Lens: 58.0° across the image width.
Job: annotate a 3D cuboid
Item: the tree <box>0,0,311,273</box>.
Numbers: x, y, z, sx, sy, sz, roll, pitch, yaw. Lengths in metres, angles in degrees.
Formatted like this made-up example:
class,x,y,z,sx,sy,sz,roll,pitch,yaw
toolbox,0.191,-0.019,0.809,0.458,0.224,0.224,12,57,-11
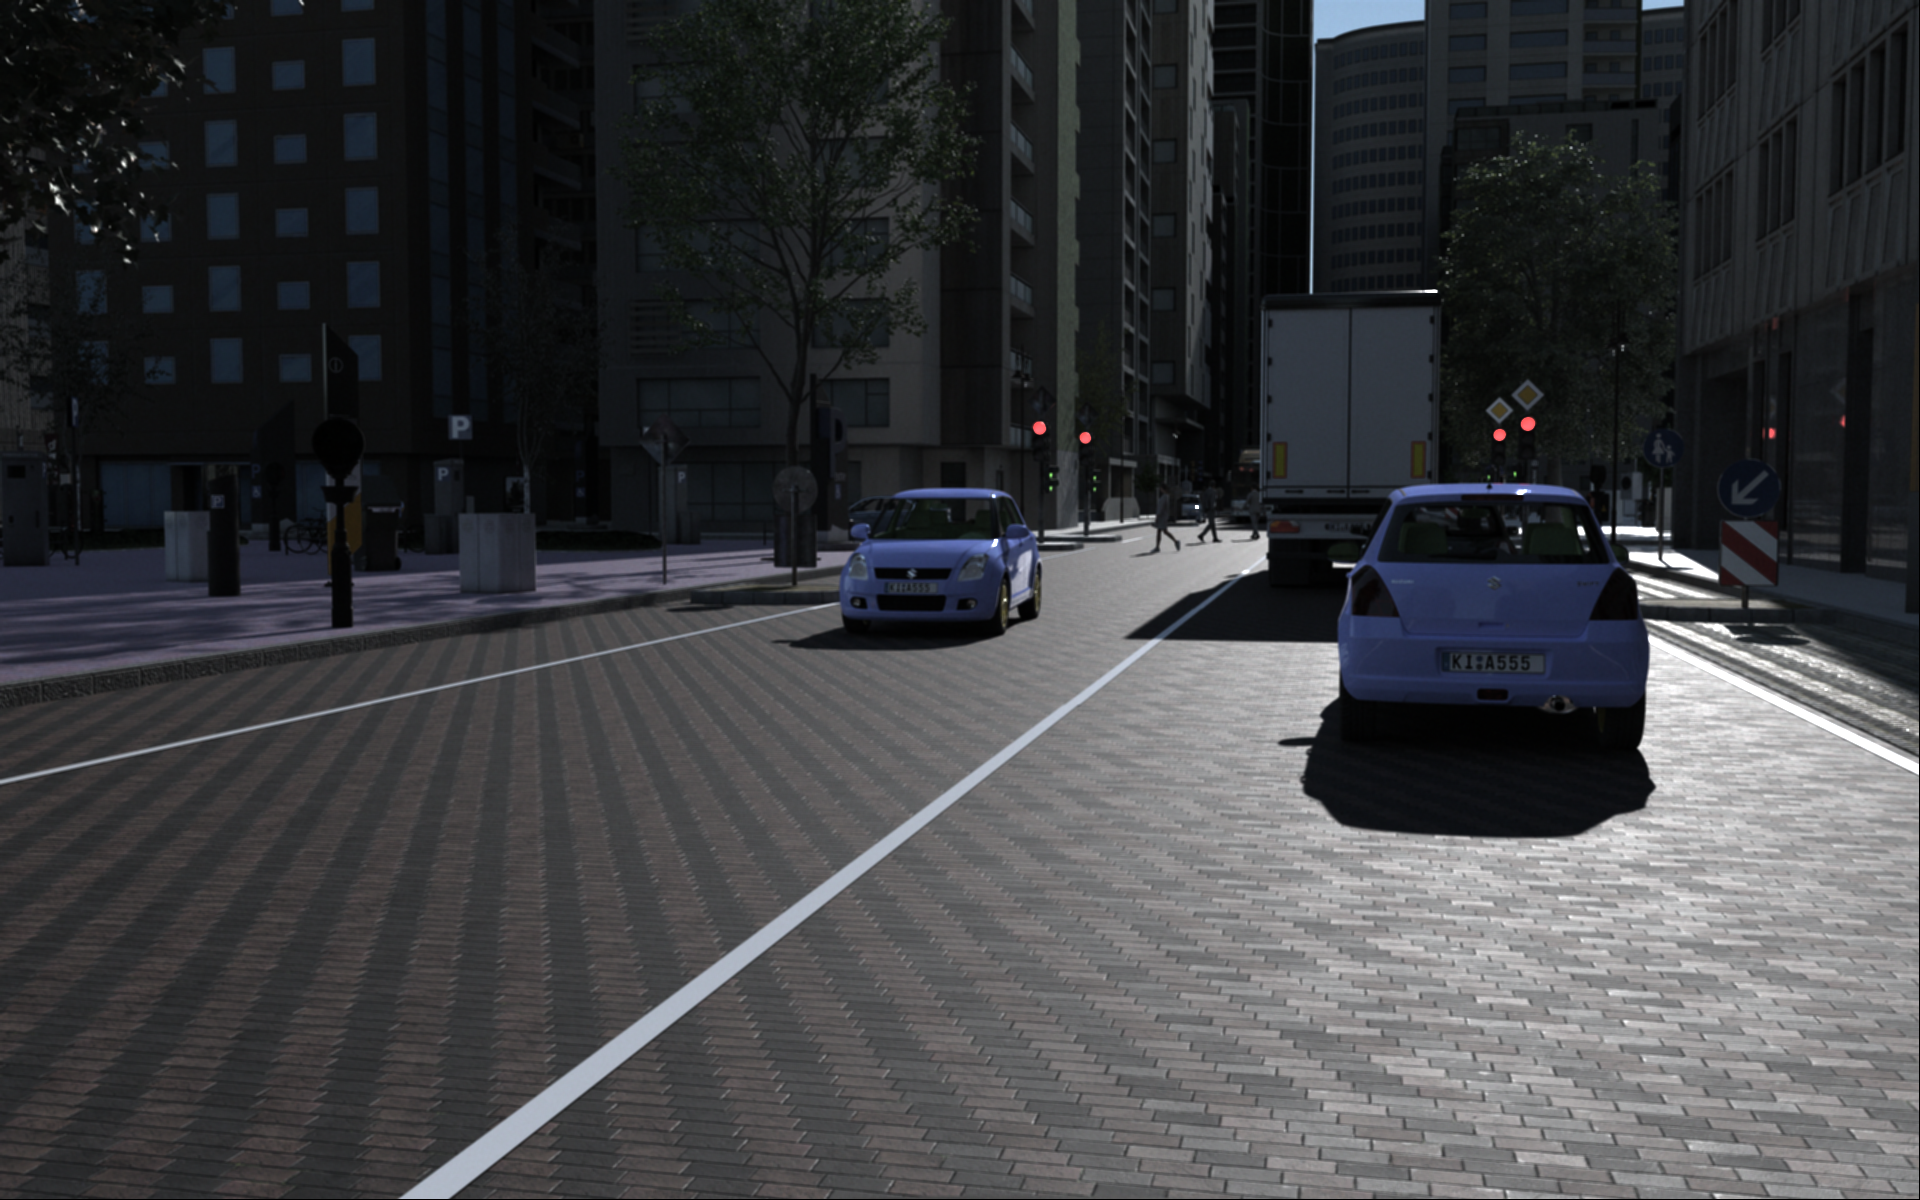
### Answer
class,x,y,z,sx,sy,sz,roll,pitch,yaw
tree,-8.275,-5.602,8.600,9.611,12.733,9.660,0,3,0

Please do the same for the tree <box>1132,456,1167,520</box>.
class,x,y,z,sx,sy,sz,roll,pitch,yaw
tree,9.419,-5.666,87.239,1.663,3.219,1.824,0,3,0

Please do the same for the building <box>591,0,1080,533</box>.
class,x,y,z,sx,sy,sz,roll,pitch,yaw
building,-3.731,-23.092,61.156,14.154,41.232,14.086,1,4,13

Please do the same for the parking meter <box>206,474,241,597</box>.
class,x,y,z,sx,sy,sz,roll,pitch,yaw
parking meter,-9.282,-0.820,21.816,0.372,1.533,0.369,0,3,0

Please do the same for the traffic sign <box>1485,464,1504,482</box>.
class,x,y,z,sx,sy,sz,roll,pitch,yaw
traffic sign,22.221,-4.403,72.090,0.768,2.556,0.104,1,4,19

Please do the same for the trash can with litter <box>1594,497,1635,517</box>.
class,x,y,z,sx,sy,sz,roll,pitch,yaw
trash can with litter,33.107,-4.761,88.902,2.233,1.210,1.678,-2,4,-31

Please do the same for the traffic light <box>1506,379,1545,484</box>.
class,x,y,z,sx,sy,sz,roll,pitch,yaw
traffic light,13.805,-3.265,42.299,0.839,4.253,0.868,1,4,13

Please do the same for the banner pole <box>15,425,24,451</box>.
class,x,y,z,sx,sy,sz,roll,pitch,yaw
banner pole,-33.983,-4.444,62.680,0.401,3.779,0.863,-3,5,-44

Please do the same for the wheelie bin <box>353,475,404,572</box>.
class,x,y,z,sx,sy,sz,roll,pitch,yaw
wheelie bin,-9.808,-1.285,28.924,0.693,1.594,0.980,3,5,43

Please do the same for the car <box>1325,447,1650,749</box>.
class,x,y,z,sx,sy,sz,roll,pitch,yaw
car,3.330,-0.096,11.160,1.945,1.707,3.694,1,4,13

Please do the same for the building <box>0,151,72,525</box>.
class,x,y,z,sx,sy,sz,roll,pitch,yaw
building,-51.753,-32.710,76.810,28.212,58.520,21.231,1,4,13

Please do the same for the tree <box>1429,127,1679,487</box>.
class,x,y,z,sx,sy,sz,roll,pitch,yaw
tree,20.461,-9.343,59.421,9.857,13.997,8.962,0,3,0

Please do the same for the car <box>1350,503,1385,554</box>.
class,x,y,z,sx,sy,sz,roll,pitch,yaw
car,5.694,-0.671,20.755,2.009,1.686,4.222,1,4,13

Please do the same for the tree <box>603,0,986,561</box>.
class,x,y,z,sx,sy,sz,roll,pitch,yaw
tree,-3.117,-6.566,33.109,9.928,11.665,9.643,0,3,0

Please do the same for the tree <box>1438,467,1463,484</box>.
class,x,y,z,sx,sy,sz,roll,pitch,yaw
tree,31.466,-7.160,111.667,1.663,3.219,1.824,0,3,0

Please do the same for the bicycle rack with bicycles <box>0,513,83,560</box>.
class,x,y,z,sx,sy,sz,roll,pitch,yaw
bicycle rack with bicycles,-18.460,-1.235,33.574,2.852,0.926,2.925,2,4,34

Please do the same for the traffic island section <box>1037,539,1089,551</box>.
class,x,y,z,sx,sy,sz,roll,pitch,yaw
traffic island section,2.090,-1.391,45.025,2.009,0.180,2.903,1,4,13

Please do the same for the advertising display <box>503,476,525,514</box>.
class,x,y,z,sx,sy,sz,roll,pitch,yaw
advertising display,-15.628,-3.403,60.856,0.123,1.923,0.974,2,4,35

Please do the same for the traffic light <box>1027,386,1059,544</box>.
class,x,y,z,sx,sy,sz,roll,pitch,yaw
traffic light,2.127,-3.423,44.882,0.839,4.253,0.868,1,4,13

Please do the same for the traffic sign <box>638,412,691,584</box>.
class,x,y,z,sx,sy,sz,roll,pitch,yaw
traffic sign,-4.191,-1.428,24.536,0.795,2.450,0.064,1,4,15

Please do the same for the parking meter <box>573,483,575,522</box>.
class,x,y,z,sx,sy,sz,roll,pitch,yaw
parking meter,-17.628,-4.535,79.851,0.255,1.863,0.399,1,4,12

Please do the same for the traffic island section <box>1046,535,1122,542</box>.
class,x,y,z,sx,sy,sz,roll,pitch,yaw
traffic island section,3.831,-1.868,52.819,2.009,0.180,2.903,1,4,13

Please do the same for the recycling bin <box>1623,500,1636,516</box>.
class,x,y,z,sx,sy,sz,roll,pitch,yaw
recycling bin,39.493,-5.478,102.116,0.722,1.027,0.722,1,4,17

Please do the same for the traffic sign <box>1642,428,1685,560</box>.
class,x,y,z,sx,sy,sz,roll,pitch,yaw
traffic sign,13.638,-2.052,33.649,0.768,2.556,0.104,1,4,14

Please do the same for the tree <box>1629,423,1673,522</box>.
class,x,y,z,sx,sy,sz,roll,pitch,yaw
tree,32.684,-5.889,79.994,4.285,4.588,4.351,0,3,0

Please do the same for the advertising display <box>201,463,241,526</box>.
class,x,y,z,sx,sy,sz,roll,pitch,yaw
advertising display,-15.496,-1.905,36.364,0.123,1.923,0.974,1,4,19

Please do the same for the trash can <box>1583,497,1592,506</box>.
class,x,y,z,sx,sy,sz,roll,pitch,yaw
trash can,26.342,-3.771,73.307,0.748,1.137,0.748,0,3,0

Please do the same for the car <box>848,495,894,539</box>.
class,x,y,z,sx,sy,sz,roll,pitch,yaw
car,-2.435,-2.335,50.174,4.499,1.417,2.014,1,4,11

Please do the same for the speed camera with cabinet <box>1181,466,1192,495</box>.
class,x,y,z,sx,sy,sz,roll,pitch,yaw
speed camera with cabinet,16.518,-7.752,121.078,2.038,3.252,0.660,1,4,22

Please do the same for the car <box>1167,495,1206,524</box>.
class,x,y,z,sx,sy,sz,roll,pitch,yaw
car,11.065,-4.448,84.725,2.014,1.417,4.499,1,4,13

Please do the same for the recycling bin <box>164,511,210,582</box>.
class,x,y,z,sx,sy,sz,roll,pitch,yaw
recycling bin,-11.232,-0.797,25.593,0.722,1.027,0.722,3,4,36

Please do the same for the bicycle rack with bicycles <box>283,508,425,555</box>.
class,x,y,z,sx,sy,sz,roll,pitch,yaw
bicycle rack with bicycles,-13.265,-1.460,37.255,2.925,0.926,2.852,1,4,11

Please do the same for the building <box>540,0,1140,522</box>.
class,x,y,z,sx,sy,sz,roll,pitch,yaw
building,-7.464,-24.330,89.670,32.217,40.220,23.993,1,4,13

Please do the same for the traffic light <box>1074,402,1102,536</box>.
class,x,y,z,sx,sy,sz,roll,pitch,yaw
traffic light,3.868,-3.899,52.676,0.839,4.253,0.868,1,4,13

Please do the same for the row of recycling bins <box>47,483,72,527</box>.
class,x,y,z,sx,sy,sz,roll,pitch,yaw
row of recycling bins,-36.025,-3.738,68.234,3.534,1.692,1.069,2,4,26

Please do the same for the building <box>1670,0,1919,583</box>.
class,x,y,z,sx,sy,sz,roll,pitch,yaw
building,20.432,-12.907,29.059,12.078,24.808,19.932,1,4,13

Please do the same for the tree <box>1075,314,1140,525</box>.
class,x,y,z,sx,sy,sz,roll,pitch,yaw
tree,5.360,-7.422,71.719,4.737,8.622,4.395,0,3,0

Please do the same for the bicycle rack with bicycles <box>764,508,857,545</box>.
class,x,y,z,sx,sy,sz,roll,pitch,yaw
bicycle rack with bicycles,-3.653,-1.883,44.172,2.852,0.926,2.925,1,4,16

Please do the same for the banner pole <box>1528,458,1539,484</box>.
class,x,y,z,sx,sy,sz,roll,pitch,yaw
banner pole,35.157,-7.124,106.497,0.863,3.779,0.401,0,4,6

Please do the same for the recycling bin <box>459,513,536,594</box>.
class,x,y,z,sx,sy,sz,roll,pitch,yaw
recycling bin,-6.059,-0.621,22.703,0.722,1.027,0.722,2,4,26

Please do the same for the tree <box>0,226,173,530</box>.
class,x,y,z,sx,sy,sz,roll,pitch,yaw
tree,-23.998,-5.923,47.197,4.360,8.622,3.978,0,3,0

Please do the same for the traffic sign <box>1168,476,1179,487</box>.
class,x,y,z,sx,sy,sz,roll,pitch,yaw
traffic sign,11.847,-5.753,96.187,0.606,2.300,0.079,1,4,14

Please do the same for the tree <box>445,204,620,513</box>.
class,x,y,z,sx,sy,sz,roll,pitch,yaw
tree,-11.090,-5.797,45.139,4.360,8.622,3.978,0,3,0

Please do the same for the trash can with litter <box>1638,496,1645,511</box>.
class,x,y,z,sx,sy,sz,roll,pitch,yaw
trash can with litter,38.156,-5.333,98.244,2.233,1.210,1.678,0,4,2

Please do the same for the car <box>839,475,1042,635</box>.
class,x,y,z,sx,sy,sz,roll,pitch,yaw
car,-0.148,-0.568,18.872,1.945,1.707,3.694,1,4,11

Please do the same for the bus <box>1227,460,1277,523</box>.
class,x,y,z,sx,sy,sz,roll,pitch,yaw
bus,15.757,-5.799,89.680,2.948,3.499,13.247,1,4,13

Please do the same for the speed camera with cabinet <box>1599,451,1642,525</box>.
class,x,y,z,sx,sy,sz,roll,pitch,yaw
speed camera with cabinet,27.554,-4.775,72.400,0.660,3.252,2.038,-1,4,-22

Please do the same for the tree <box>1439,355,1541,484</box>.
class,x,y,z,sx,sy,sz,roll,pitch,yaw
tree,25.931,-8.094,82.704,4.737,8.622,4.395,0,3,0

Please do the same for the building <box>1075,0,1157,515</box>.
class,x,y,z,sx,sy,sz,roll,pitch,yaw
building,4.463,-41.517,117.058,20.563,71.187,20.611,1,4,13

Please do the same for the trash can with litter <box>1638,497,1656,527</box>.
class,x,y,z,sx,sy,sz,roll,pitch,yaw
trash can with litter,27.009,-3.428,67.431,1.055,1.170,0.624,0,4,0

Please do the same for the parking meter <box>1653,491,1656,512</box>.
class,x,y,z,sx,sy,sz,roll,pitch,yaw
parking meter,42.731,-5.985,106.270,0.372,1.533,0.369,0,3,0

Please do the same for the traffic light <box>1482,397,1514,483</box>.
class,x,y,z,sx,sy,sz,roll,pitch,yaw
traffic light,15.546,-3.741,50.093,0.839,4.253,0.868,1,4,13
